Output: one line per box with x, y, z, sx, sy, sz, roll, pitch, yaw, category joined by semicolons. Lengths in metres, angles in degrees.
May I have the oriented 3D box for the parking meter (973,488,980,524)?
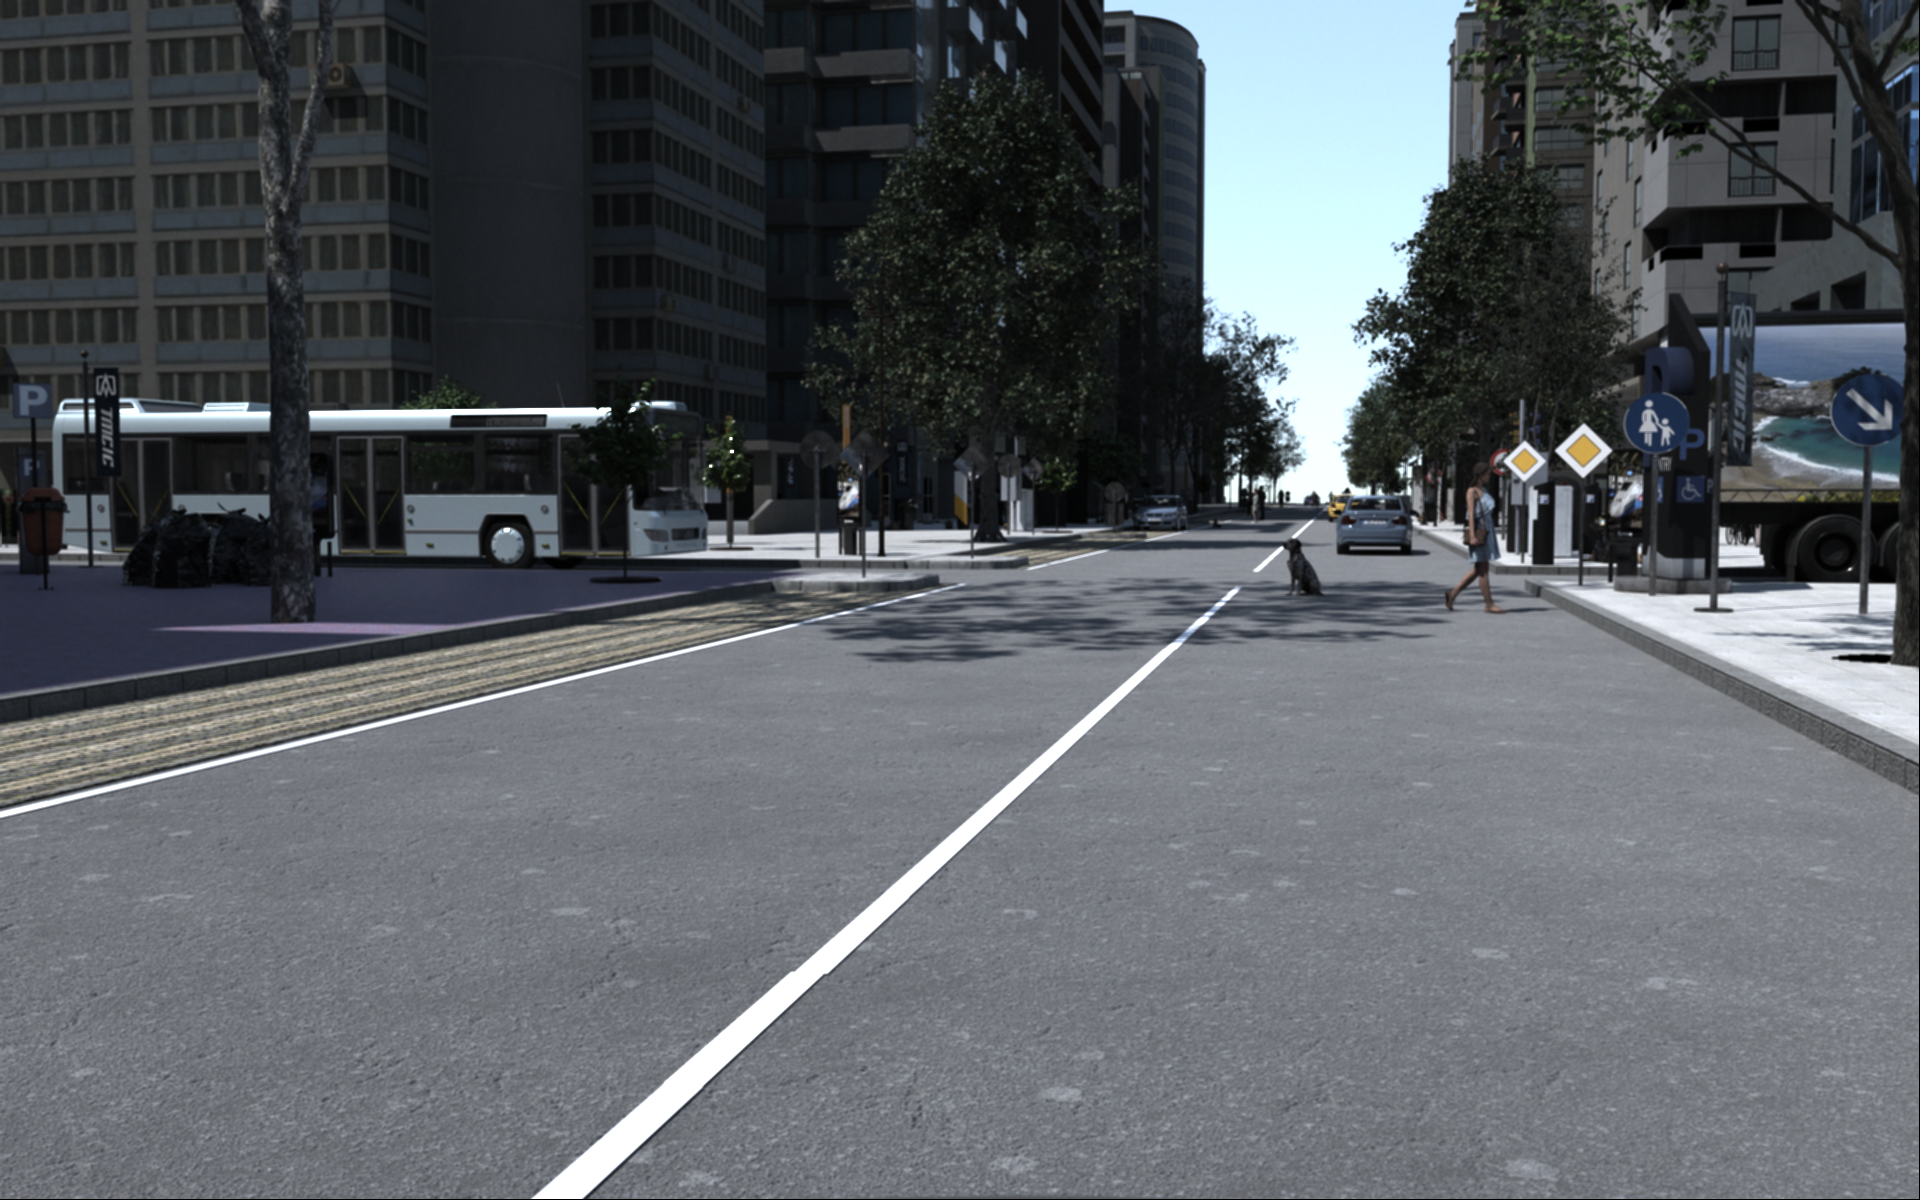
0.828;-3.984;73.554;0.372;1.533;0.369;0;3;0;parking meter

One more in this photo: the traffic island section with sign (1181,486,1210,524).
10.950;-4.556;83.113;1.989;1.847;2.006;1;4;12;traffic island section with sign

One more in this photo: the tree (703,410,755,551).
-5.221;-2.768;39.853;1.663;3.219;1.824;0;3;0;tree

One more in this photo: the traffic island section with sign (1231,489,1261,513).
21.591;-7.506;131.357;1.989;1.847;2.006;1;4;12;traffic island section with sign

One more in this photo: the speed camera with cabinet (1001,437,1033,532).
1.960;-3.968;59.210;0.660;3.252;2.038;1;4;19;speed camera with cabinet

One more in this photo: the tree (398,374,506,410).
-13.883;-3.893;47.364;4.285;4.588;4.351;0;3;0;tree

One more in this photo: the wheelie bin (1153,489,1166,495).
12.384;-6.099;107.619;0.980;1.594;0.693;2;4;29;wheelie bin

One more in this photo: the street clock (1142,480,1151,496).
9.260;-4.992;86.183;0.358;2.002;0.471;-2;4;-25;street clock

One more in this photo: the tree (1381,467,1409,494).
31.461;-7.966;124.843;1.663;3.219;1.824;0;3;0;tree

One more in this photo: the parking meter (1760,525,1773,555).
17.089;-1.719;36.515;0.372;1.533;0.369;0;3;0;parking meter

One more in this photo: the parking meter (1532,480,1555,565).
10.555;-1.401;31.314;0.372;1.533;0.369;0;3;0;parking meter

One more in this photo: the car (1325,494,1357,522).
19.979;-4.867;89.801;2.015;1.641;3.980;1;4;11;car

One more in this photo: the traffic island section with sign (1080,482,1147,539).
5.012;-2.905;56.128;1.989;1.847;2.006;1;4;12;traffic island section with sign

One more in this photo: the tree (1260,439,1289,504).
44.515;-18.027;245.109;4.360;8.622;3.978;0;3;0;tree

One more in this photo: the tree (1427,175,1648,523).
14.009;-5.550;41.105;4.360;8.622;3.978;0;3;0;tree

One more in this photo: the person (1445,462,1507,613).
6.217;-0.753;20.903;0.778;1.811;0.616;3;4;38;person

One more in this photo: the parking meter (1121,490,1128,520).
8.226;-4.778;86.525;0.372;1.533;0.369;0;3;0;parking meter

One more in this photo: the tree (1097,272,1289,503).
11.892;-11.376;96.368;12.009;13.543;11.850;0;3;0;tree

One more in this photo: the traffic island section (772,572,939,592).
-1.498;-0.265;26.617;2.009;0.180;2.903;1;4;12;traffic island section

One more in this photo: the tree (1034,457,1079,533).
3.097;-3.842;57.418;1.663;3.219;1.824;0;3;0;tree

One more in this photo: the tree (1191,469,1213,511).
18.625;-8.490;133.414;1.663;3.219;1.824;0;3;0;tree

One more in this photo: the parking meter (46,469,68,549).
-20.900;-2.105;40.129;0.399;1.863;0.255;-1;4;-15;parking meter

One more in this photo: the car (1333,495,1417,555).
10.128;-1.852;42.283;2.014;1.417;4.499;1;4;14;car

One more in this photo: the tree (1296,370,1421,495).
41.955;-15.917;170.609;12.009;13.543;11.850;0;3;0;tree

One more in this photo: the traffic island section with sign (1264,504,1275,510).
27.399;-9.118;157.705;1.989;1.847;2.006;1;4;12;traffic island section with sign

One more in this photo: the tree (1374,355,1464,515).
23.010;-8.252;85.280;4.737;8.622;4.395;0;3;0;tree

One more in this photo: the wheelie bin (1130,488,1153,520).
8.803;-4.716;85.007;0.980;1.594;0.693;1;4;20;wheelie bin

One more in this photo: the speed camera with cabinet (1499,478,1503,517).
30.572;-6.228;96.169;0.660;3.252;2.038;0;4;-3;speed camera with cabinet

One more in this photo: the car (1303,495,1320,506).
42.445;-12.019;209.088;1.945;1.354;3.894;1;4;13;car

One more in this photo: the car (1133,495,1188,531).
7.940;-3.444;68.319;2.014;1.417;4.499;1;4;14;car

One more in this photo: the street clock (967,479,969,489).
0.291;-4.696;81.349;0.358;2.002;0.471;0;4;3;street clock

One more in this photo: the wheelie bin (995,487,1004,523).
1.492;-4.097;74.895;0.693;1.594;0.980;-2;4;-29;wheelie bin

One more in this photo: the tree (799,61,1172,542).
0.774;-7.902;46.213;9.611;12.733;9.660;0;3;0;tree

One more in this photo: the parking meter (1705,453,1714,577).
10.490;-1.152;24.552;0.399;1.863;0.255;-3;4;-39;parking meter

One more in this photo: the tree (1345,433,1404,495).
52.030;-18.181;215.379;7.486;12.596;7.792;0;3;0;tree

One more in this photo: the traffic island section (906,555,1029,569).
0.221;-0.742;34.415;2.009;0.180;2.903;1;4;12;traffic island section

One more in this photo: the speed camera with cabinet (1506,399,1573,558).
11.939;-2.520;35.533;0.660;3.252;2.038;0;4;-2;speed camera with cabinet

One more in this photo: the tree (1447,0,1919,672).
7.193;-5.326;12.842;9.928;11.665;9.643;0;3;0;tree

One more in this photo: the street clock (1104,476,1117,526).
6.085;-4.009;70.120;0.471;2.002;0.358;-2;4;-35;street clock

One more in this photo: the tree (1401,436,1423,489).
21.077;-7.691;76.106;4.360;8.622;3.978;0;3;0;tree

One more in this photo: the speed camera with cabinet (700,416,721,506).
-6.750;-2.999;43.376;0.660;3.252;2.038;2;4;24;speed camera with cabinet

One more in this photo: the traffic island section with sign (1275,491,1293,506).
39.495;-12.476;212.605;1.989;1.847;2.006;1;4;12;traffic island section with sign

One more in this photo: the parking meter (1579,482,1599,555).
13.389;-1.741;36.882;0.372;1.533;0.369;0;3;0;parking meter

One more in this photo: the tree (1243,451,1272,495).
36.126;-15.988;211.769;4.737;8.622;4.395;0;3;0;tree

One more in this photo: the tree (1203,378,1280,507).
27.723;-15.320;168.607;7.486;12.596;7.792;0;3;0;tree

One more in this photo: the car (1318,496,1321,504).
49.287;-13.986;241.257;1.945;1.354;3.894;1;4;12;car

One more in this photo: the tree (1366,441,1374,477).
36.754;-12.036;147.158;4.737;8.622;4.395;0;3;0;tree

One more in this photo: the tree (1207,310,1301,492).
29.509;-19.921;181.601;12.611;20.169;13.585;0;3;0;tree

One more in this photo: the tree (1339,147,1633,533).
17.533;-8.587;57.413;9.611;12.733;9.660;0;3;0;tree

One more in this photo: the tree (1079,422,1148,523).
6.833;-5.796;78.481;4.285;4.588;4.351;0;3;0;tree

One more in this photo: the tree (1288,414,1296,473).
46.319;-21.036;254.306;12.009;13.543;11.850;0;3;0;tree

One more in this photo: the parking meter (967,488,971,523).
0.488;-4.147;76.216;0.372;1.533;0.369;0;3;0;parking meter
